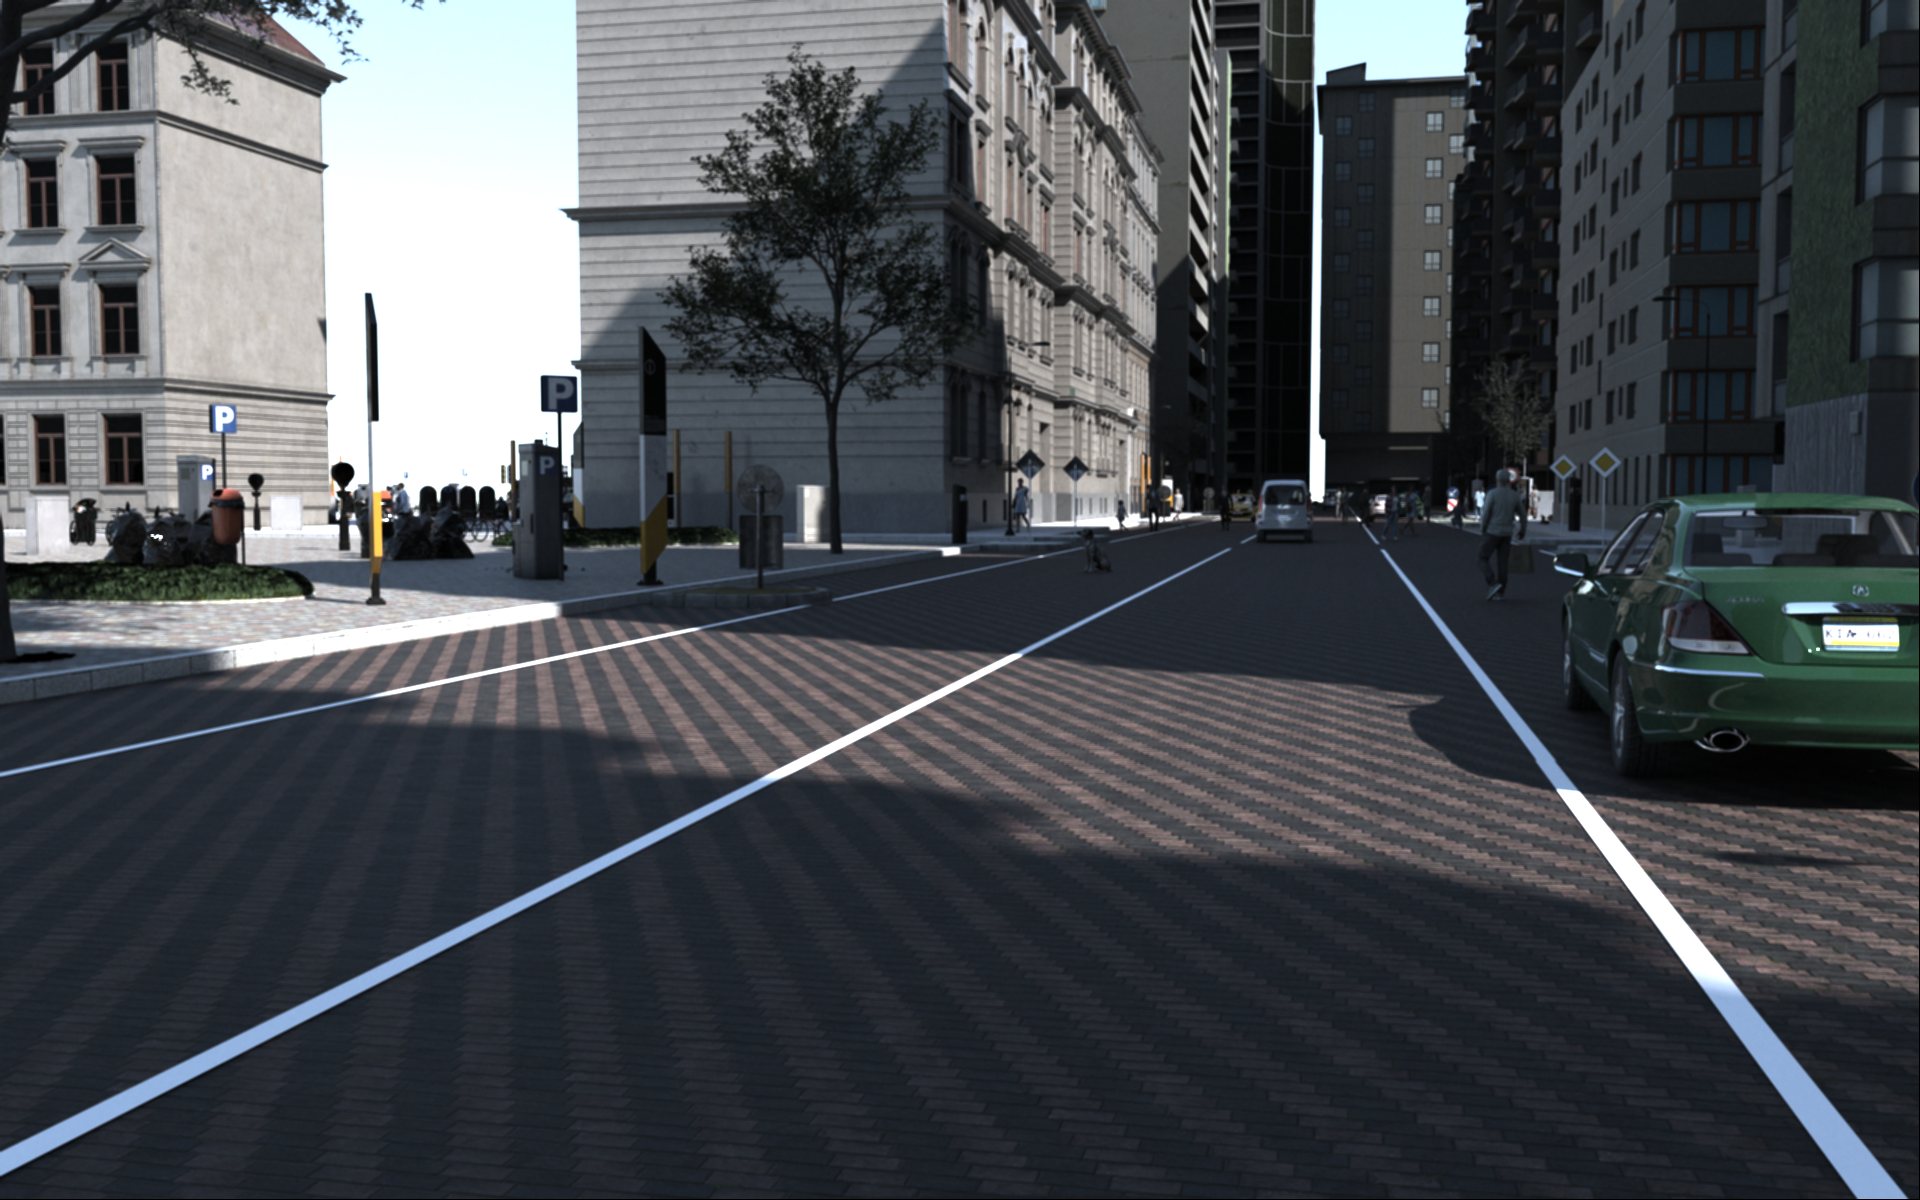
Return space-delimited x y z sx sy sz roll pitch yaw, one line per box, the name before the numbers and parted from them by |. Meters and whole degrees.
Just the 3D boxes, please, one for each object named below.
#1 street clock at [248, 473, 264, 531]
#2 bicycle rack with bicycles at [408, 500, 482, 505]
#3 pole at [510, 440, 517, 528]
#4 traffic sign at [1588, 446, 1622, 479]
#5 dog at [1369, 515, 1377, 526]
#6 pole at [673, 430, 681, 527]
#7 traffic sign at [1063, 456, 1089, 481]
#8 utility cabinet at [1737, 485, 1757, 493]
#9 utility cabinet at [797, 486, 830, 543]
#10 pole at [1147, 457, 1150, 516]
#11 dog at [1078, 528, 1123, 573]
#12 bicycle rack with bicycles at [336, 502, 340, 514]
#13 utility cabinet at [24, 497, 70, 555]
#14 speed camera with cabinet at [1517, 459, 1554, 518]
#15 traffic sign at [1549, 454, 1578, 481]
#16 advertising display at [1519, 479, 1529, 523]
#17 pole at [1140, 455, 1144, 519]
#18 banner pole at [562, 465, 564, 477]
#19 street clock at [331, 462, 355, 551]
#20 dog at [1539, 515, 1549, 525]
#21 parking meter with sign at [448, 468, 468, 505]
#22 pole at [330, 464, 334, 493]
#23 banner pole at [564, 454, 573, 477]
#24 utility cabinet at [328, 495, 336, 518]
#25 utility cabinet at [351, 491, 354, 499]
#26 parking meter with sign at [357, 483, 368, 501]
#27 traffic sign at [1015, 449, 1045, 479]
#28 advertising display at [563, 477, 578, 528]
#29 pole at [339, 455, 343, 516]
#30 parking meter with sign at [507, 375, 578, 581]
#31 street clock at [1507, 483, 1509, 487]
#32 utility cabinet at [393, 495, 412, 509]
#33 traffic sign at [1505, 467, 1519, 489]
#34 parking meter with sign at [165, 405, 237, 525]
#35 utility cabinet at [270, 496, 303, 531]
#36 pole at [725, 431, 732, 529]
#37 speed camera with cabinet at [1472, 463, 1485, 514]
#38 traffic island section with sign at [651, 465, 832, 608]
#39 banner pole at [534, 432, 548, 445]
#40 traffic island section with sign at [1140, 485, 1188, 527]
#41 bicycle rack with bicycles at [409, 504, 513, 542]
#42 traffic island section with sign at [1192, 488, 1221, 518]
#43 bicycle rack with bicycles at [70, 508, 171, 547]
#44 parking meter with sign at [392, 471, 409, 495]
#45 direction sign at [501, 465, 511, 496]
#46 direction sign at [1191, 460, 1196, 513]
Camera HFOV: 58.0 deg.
street clock | -24.705 -3.441 60.830 0.471 2.002 0.358 0 4 -3
bicycle rack with bicycles | -20.036 -3.430 69.467 2.925 0.926 2.852 1 4 11
pole | -16.813 -4.365 65.209 0.158 3.312 0.155 0 3 0
traffic sign | 15.669 -2.439 42.063 0.795 2.593 0.064 1 4 12
dog | 18.590 -3.629 78.619 0.540 0.507 0.406 -1 4 -23
pole | -9.013 -3.751 55.167 0.158 3.312 0.155 0 3 0
traffic sign | 3.514 -3.102 52.908 0.795 2.593 0.064 1 4 12
utility cabinet | 19.019 -2.034 41.934 0.318 1.500 1.173 1 4 18
utility cabinet | -3.733 -2.247 45.414 0.318 1.500 1.173 3 5 43
pole | 10.319 -6.180 94.880 0.158 3.312 0.155 0 3 0
dog | 2.609 -0.910 31.720 0.800 0.831 0.513 1 4 20
bicycle rack with bicycles | -39.992 -5.842 108.902 2.852 0.926 2.925 2 4 26
utility cabinet | -19.391 -1.568 36.802 0.306 1.237 1.020 1 4 10
speed camera with cabinet | 31.394 -6.101 94.093 2.038 3.252 0.660 3 4 36
traffic sign | 17.376 -2.916 49.864 0.795 2.593 0.064 1 4 12
advertising display | 25.050 -4.389 76.967 0.123 1.923 0.974 0 4 -3
pole | 9.402 -5.843 89.380 0.158 3.312 0.155 0 3 0
banner pole | -30.314 -8.706 132.362 0.863 3.779 0.401 -1 4 -14
street clock | -13.980 -2.123 39.287 0.471 2.002 0.358 -3 4 -38
dog | 24.620 -3.388 73.135 0.550 0.427 0.748 2 4 30
parking meter with sign | -33.926 -7.337 116.218 1.738 3.016 0.543 1 4 16
pole | -42.414 -7.538 117.088 0.158 3.312 0.155 0 3 0
banner pole | -21.520 -6.512 96.483 0.401 3.779 0.863 1 4 13
utility cabinet | -30.520 -4.407 83.222 0.306 1.237 1.020 3 5 41
utility cabinet | -44.646 -7.248 127.184 0.318 1.500 1.173 2 4 32
parking meter with sign | -42.319 -7.729 122.622 0.543 3.016 1.738 2 4 34
traffic sign | 1.806 -2.625 45.107 0.795 2.593 0.064 1 4 12
advertising display | -14.545 -3.659 65.036 0.974 1.923 0.123 -2 4 -30
pole | -32.340 -5.912 90.509 0.158 3.312 0.155 0 3 0
parking meter with sign | -6.341 -1.830 26.174 0.543 3.016 1.738 -2 4 -34
street clock | 30.146 -5.553 95.365 0.358 2.002 0.471 0 4 3
utility cabinet | -33.972 -5.786 105.762 1.020 1.237 0.306 1 4 16
traffic sign | 26.388 -5.076 83.097 0.768 2.556 0.104 1 4 16
parking meter with sign | -15.142 -2.332 34.396 1.738 3.016 0.543 2 4 30
utility cabinet | -23.161 -2.962 59.589 1.020 1.237 0.306 0 4 -7
pole | -7.538 -3.829 56.445 0.158 3.312 0.155 0 3 0
speed camera with cabinet | 33.451 -7.044 109.503 2.038 3.252 0.660 2 4 33
traffic island section with sign | -2.773 -0.869 22.833 1.989 1.847 2.006 1 4 12
banner pole | -16.702 -4.851 69.332 0.401 3.779 0.863 2 4 35
traffic island section with sign | 9.118 -4.189 77.111 1.989 1.847 2.006 1 4 12
bicycle rack with bicycles | -13.632 -1.993 45.960 2.925 0.926 2.852 3 4 37
traffic island section with sign | 14.976 -5.827 103.893 1.989 1.847 2.006 1 4 12
bicycle rack with bicycles | -20.715 -1.835 43.378 2.852 0.926 2.925 -3 5 -41
parking meter with sign | -42.814 -8.284 131.698 0.543 3.016 1.738 2 4 35
direction sign | -34.891 -8.645 133.337 0.876 3.537 0.379 -1 4 -22
direction sign | 15.751 -7.632 116.778 0.379 3.537 0.876 1 4 16
